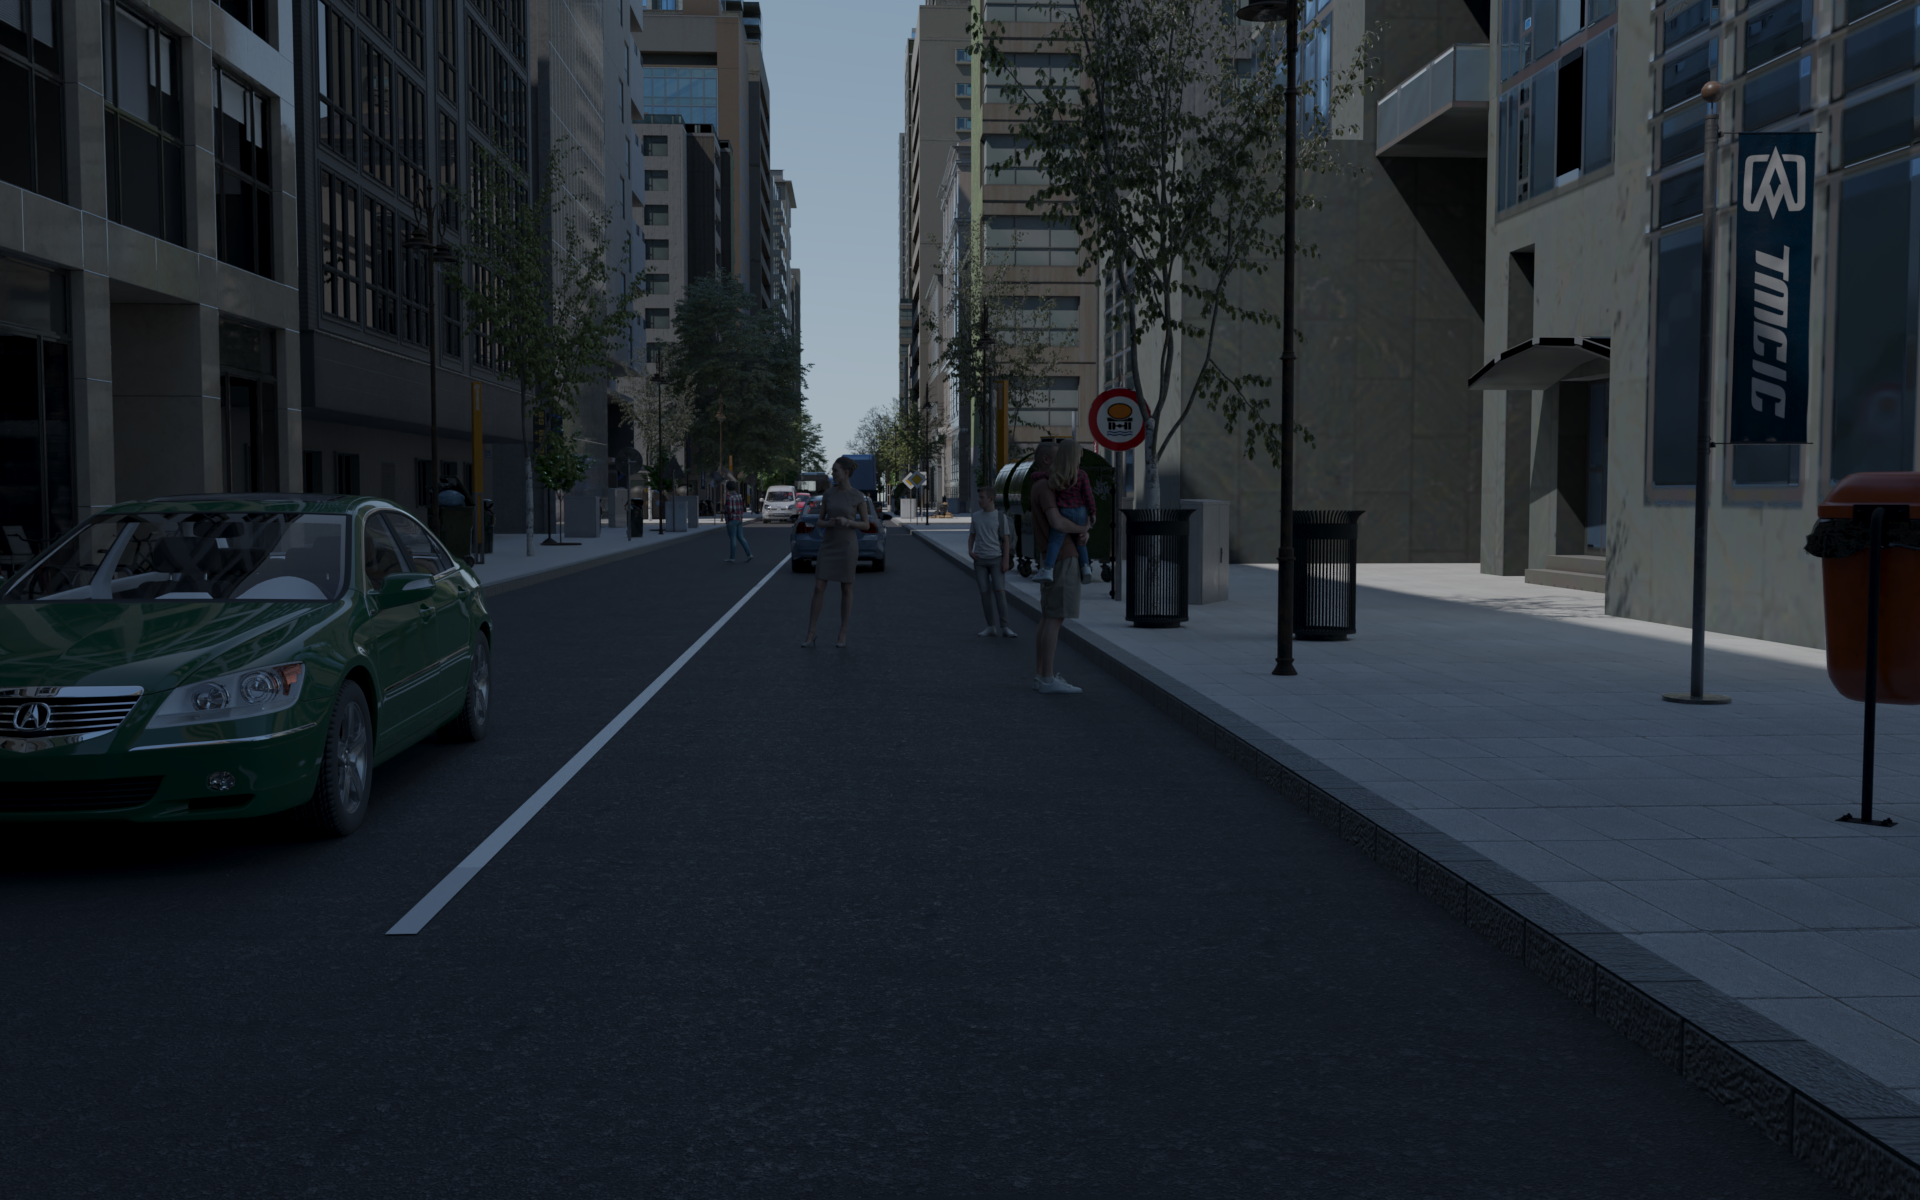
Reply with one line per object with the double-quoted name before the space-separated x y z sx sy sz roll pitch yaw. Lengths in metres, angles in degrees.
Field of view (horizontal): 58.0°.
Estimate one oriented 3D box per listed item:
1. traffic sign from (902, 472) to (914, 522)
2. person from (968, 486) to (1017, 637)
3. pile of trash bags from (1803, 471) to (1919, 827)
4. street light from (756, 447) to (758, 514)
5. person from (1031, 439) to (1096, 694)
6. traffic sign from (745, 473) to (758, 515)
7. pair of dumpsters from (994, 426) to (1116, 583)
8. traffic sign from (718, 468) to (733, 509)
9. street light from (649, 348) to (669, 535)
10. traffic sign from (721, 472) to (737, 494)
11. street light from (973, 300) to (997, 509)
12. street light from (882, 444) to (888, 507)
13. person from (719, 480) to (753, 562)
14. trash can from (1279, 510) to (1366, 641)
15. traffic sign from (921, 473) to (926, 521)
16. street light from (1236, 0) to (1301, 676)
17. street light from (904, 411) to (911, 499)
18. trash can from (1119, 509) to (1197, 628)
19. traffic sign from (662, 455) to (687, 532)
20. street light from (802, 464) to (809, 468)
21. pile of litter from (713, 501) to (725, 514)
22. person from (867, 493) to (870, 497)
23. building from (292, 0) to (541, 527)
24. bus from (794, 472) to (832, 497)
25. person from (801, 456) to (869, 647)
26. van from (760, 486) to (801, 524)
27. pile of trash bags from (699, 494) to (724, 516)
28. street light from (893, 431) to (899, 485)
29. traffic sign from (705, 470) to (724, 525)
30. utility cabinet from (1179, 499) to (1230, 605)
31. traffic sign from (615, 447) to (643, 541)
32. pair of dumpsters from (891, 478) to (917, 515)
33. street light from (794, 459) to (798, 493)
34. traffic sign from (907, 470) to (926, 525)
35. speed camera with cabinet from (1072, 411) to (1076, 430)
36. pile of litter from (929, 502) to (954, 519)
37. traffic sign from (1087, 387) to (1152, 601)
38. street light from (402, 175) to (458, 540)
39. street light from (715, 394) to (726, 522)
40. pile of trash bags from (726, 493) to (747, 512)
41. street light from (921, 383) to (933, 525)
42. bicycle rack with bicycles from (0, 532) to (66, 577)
"traffic sign" -2.262 -4.635 79.423 0.795 2.450 0.064 0 4 -4
"person" 0.342 -0.389 17.460 0.503 1.515 0.523 -1 4 -10
"pile of trash bags" 4.735 0.233 5.948 3.447 1.369 1.912 3 5 42
"street light" -12.867 -8.377 109.751 0.468 5.910 1.993 0 4 -4
"person" 0.716 -0.250 12.556 0.580 1.828 0.573 3 5 42
"traffic sign" -12.834 -6.517 106.661 0.768 2.556 0.104 0 4 0
"pair of dumpsters" 1.482 -1.502 27.057 1.574 2.255 4.437 0 4 -4
"traffic sign" -11.424 -5.147 84.261 0.768 2.556 0.104 0 4 -2
"street light" -9.491 -5.016 54.802 0.468 5.910 1.993 0 4 -4
"traffic sign" -10.542 -4.605 78.935 0.795 2.450 0.064 0 4 -4
"street light" 0.587 -4.195 41.371 0.468 5.910 1.993 0 4 -4
"street light" -6.405 -11.062 153.653 0.468 5.910 1.993 0 4 -4
"person" -4.734 -1.662 36.514 0.643 1.720 0.563 2 4 28
"trash can" 3.189 -0.222 15.279 0.748 1.137 0.748 0 3 0
"traffic sign" -1.787 -4.821 80.949 0.606 2.300 0.079 0 4 0
"street light" 2.307 -2.406 12.128 0.468 5.910 1.993 0 4 -4
"street light" -2.855 -7.483 95.126 0.468 5.910 1.993 0 4 -4
"trash can" 1.906 -0.310 16.728 0.748 1.137 0.748 0 3 0
"traffic sign" -9.616 -3.557 58.166 0.884 2.594 0.081 0 4 4
"street light" -19.344 -14.800 214.769 0.468 5.910 1.993 0 4 -4
"pile of litter" -15.157 -5.854 109.685 1.719 0.858 1.176 0 4 6
"person" -5.255 -5.339 98.393 0.503 1.515 0.523 3 5 39
"building" -18.959 -15.063 39.782 14.314 27.812 24.014 0 4 -4
"bus" -12.005 -8.985 141.764 2.948 3.499 13.247 0 4 -5
"person" -1.170 -0.451 16.214 0.599 1.781 0.374 1 4 14
"van" -8.835 -4.800 85.490 2.013 2.044 4.112 0 4 -3
"pile of trash bags" -15.848 -5.566 100.753 3.447 1.369 1.912 2 4 29
"street light" -4.606 -9.274 124.415 0.468 5.910 1.993 0 4 -4
"traffic sign" -10.050 -4.118 70.965 0.795 2.450 0.064 0 4 -4
"utility cabinet" 2.908 -0.572 20.517 0.306 1.237 1.020 2 4 26
"traffic sign" -9.019 -2.880 47.195 0.768 2.556 0.104 0 4 1
"pair of dumpsters" -3.348 -6.288 105.296 1.574 2.255 4.437 0 4 -4
"street light" -17.514 -12.982 185.046 0.468 5.910 1.993 0 4 -4
"traffic sign" -1.771 -4.147 71.453 0.795 2.450 0.064 0 4 -4
"speed camera with cabinet" 2.105 -2.862 41.133 2.038 3.252 0.660 -1 4 -14
"pile of litter" -0.849 -4.722 91.165 1.719 0.858 1.176 1 4 20
"traffic sign" 1.903 -1.261 20.729 0.768 2.556 0.104 0 4 1
"street light" -7.775 -3.228 25.559 0.468 5.910 1.993 0 4 -4
"street light" -11.012 -6.552 79.918 0.468 5.910 1.993 0 4 -4
"pile of trash bags" -15.953 -6.784 120.668 1.912 1.369 3.447 0 4 4
"street light" -1.348 -6.012 71.078 0.468 5.910 1.993 0 4 -4
"bicycle rack with bicycles" -7.726 -0.201 16.670 2.925 0.926 2.852 2 4 31
